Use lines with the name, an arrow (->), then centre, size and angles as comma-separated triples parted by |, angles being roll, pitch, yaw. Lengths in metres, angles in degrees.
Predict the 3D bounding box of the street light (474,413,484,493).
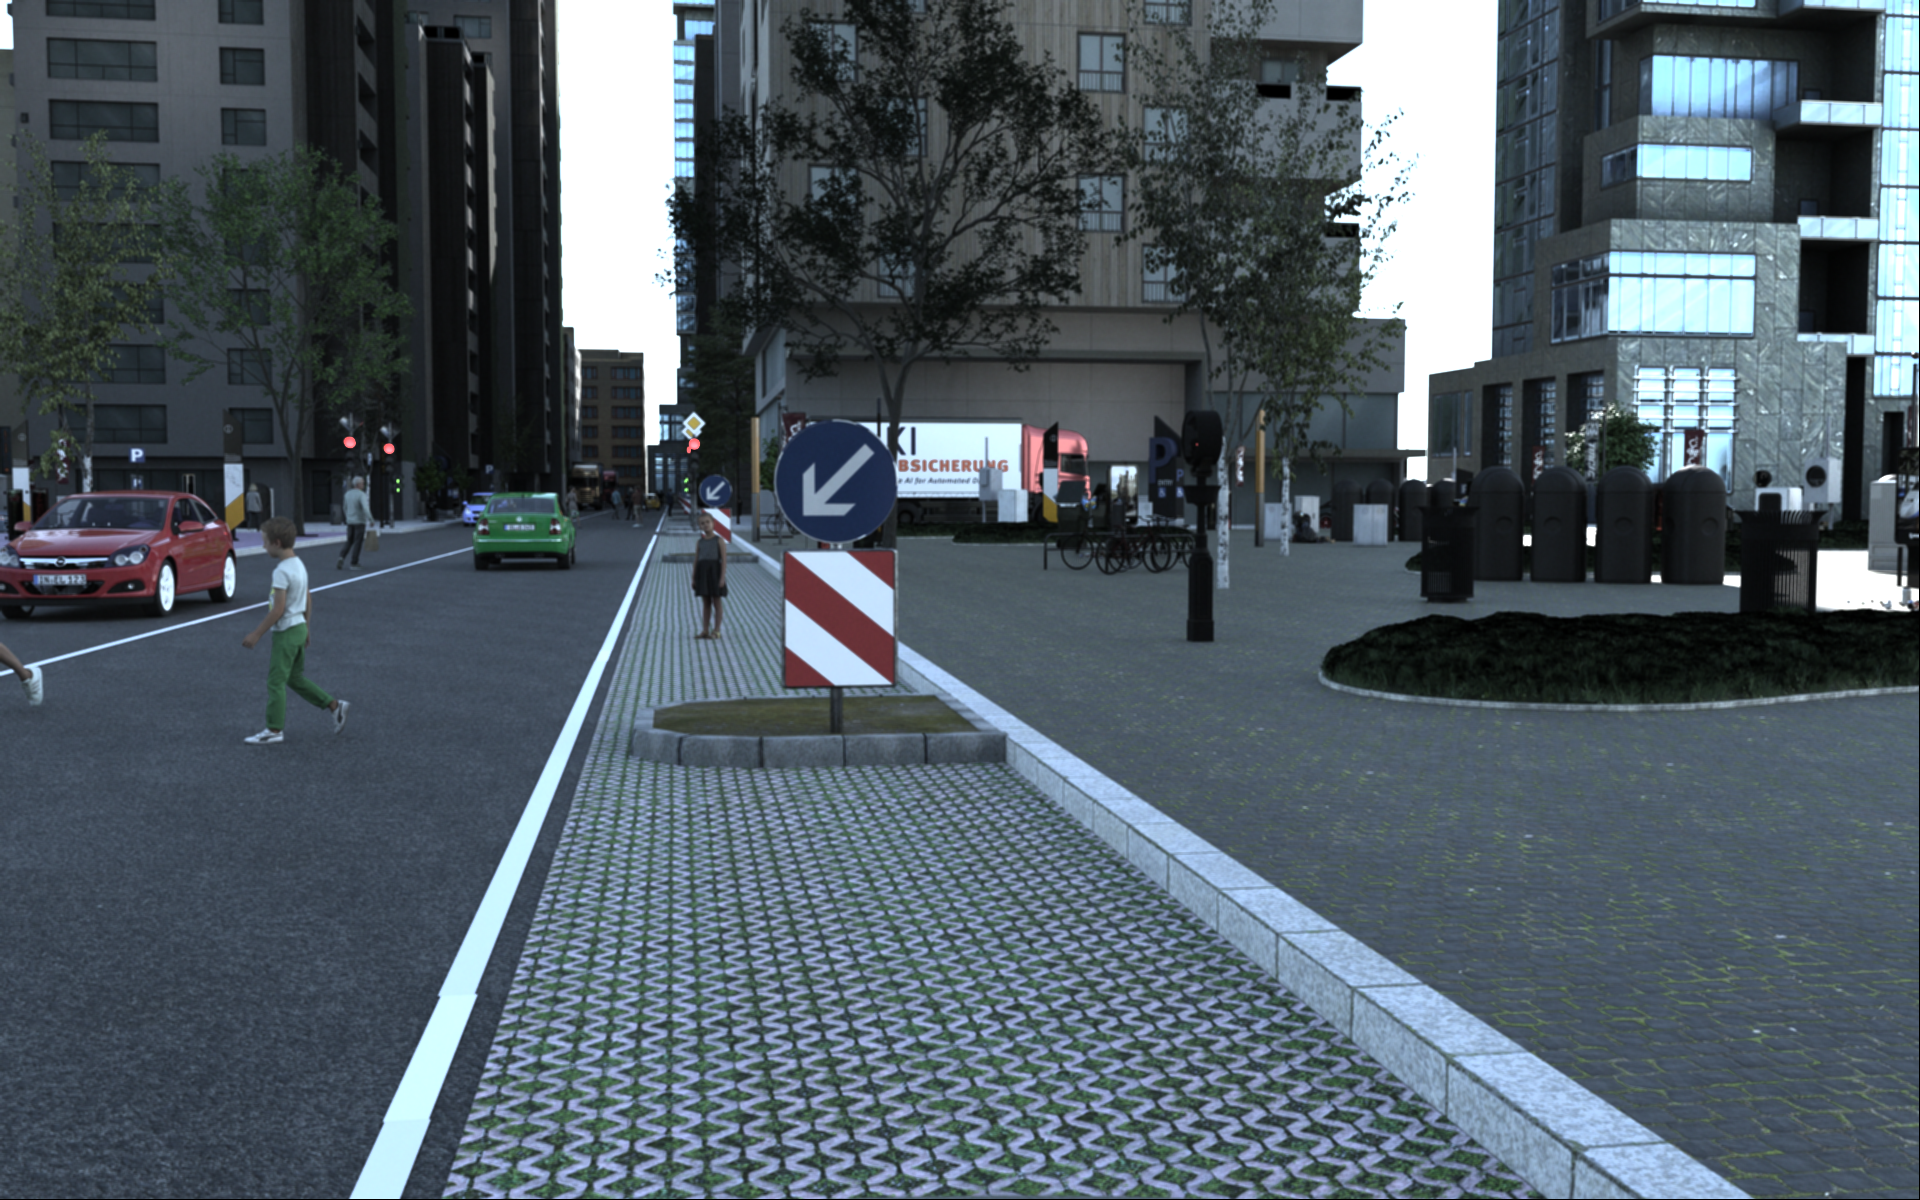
street light -> -27.609, -7.749, 99.490 | 0.468, 5.910, 1.993 | -1, 4, -9

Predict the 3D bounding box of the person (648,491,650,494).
person -> -38.746, -12.678, 215.918 | 0.705, 1.807, 1.348 | -2, 4, -29

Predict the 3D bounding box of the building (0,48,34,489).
building -> -105.551, -34.818, 192.979 | 21.600, 48.544, 21.300 | -1, 4, -9

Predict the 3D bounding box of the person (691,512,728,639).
person -> -2.462, -0.235, 17.018 | 0.362, 1.253, 0.373 | 2, 4, 27

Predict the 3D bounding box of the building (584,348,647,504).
building -> -57.198, -23.775, 233.760 | 28.899, 21.520, 27.650 | -1, 4, -9

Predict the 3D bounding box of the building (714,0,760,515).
building -> -6.411, -35.369, 120.282 | 21.231, 58.520, 28.212 | -1, 4, -9

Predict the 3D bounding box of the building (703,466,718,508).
building -> -12.951, -43.923, 156.385 | 20.563, 71.187, 20.611 | -1, 4, -9

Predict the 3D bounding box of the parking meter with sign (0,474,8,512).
parking meter with sign -> -37.360, -4.339, 67.197 | 0.543, 3.016, 1.738 | 2, 4, 34

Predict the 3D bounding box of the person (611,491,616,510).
person -> -31.579, -9.085, 157.777 | 0.721, 1.736, 1.217 | 0, 4, 7

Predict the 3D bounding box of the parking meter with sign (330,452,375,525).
parking meter with sign -> -25.336, -4.643, 72.178 | 1.738, 3.016, 0.543 | -3, 4, -38

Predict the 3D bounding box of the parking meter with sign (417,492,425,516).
parking meter with sign -> -31.654, -6.351, 100.096 | 1.738, 3.016, 0.543 | 2, 4, 29

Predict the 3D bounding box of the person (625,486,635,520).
person -> -18.251, -5.393, 96.036 | 0.648, 1.900, 0.474 | 3, 5, 42

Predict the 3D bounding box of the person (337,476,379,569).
person -> -11.449, -1.465, 32.941 | 0.782, 1.767, 0.515 | 2, 4, 27

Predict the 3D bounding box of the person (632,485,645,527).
person -> -14.156, -4.144, 76.227 | 0.573, 1.828, 0.580 | 0, 4, -3

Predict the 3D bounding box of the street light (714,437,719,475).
street light -> -15.014, -8.246, 107.603 | 0.468, 5.910, 1.993 | -1, 4, -9

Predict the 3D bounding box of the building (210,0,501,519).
building -> -36.524, -20.515, 107.120 | 14.160, 30.474, 14.107 | -1, 4, -9

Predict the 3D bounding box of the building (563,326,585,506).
building -> -58.793, -21.599, 198.190 | 28.899, 21.520, 27.650 | -1, 4, -9

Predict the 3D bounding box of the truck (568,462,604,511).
truck -> -33.008, -10.063, 153.447 | 2.839, 4.237, 11.283 | -1, 4, -10

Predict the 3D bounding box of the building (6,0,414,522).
building -> -33.560, -18.840, 79.737 | 14.160, 30.474, 14.107 | -1, 4, -9

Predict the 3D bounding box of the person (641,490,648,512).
person -> -25.535, -8.022, 140.063 | 0.834, 1.777, 0.661 | 0, 4, 4

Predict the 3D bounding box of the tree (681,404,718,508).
tree -> -19.768, -11.387, 136.538 | 4.737, 8.622, 4.395 | 0, 3, 0

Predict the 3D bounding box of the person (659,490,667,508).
person -> -30.464, -10.298, 176.500 | 1.348, 1.869, 0.705 | 0, 4, 6

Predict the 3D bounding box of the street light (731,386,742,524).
street light -> -9.472, -6.176, 73.769 | 0.468, 5.910, 1.993 | -1, 4, -9

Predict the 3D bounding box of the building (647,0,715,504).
building -> -27.005, -56.424, 235.198 | 31.000, 86.520, 22.319 | -1, 4, -9

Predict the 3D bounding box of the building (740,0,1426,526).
building -> 3.357, -30.031, 80.241 | 27.495, 52.752, 28.713 | -1, 4, -9

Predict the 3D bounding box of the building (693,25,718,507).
building -> -16.408, -33.912, 178.162 | 21.300, 48.544, 21.600 | -1, 4, -9

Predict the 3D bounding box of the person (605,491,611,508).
person -> -36.555, -10.462, 180.005 | 0.683, 1.767, 0.568 | 0, 4, 1

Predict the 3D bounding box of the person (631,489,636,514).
person -> -22.867, -6.886, 121.434 | 0.599, 1.781, 0.374 | 2, 4, 34

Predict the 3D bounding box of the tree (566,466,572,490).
tree -> -42.343, -12.242, 183.869 | 4.285, 4.588, 4.351 | 0, 3, 0

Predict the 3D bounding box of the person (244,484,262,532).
person -> -24.774, -3.173, 60.560 | 0.709, 1.800, 0.728 | 1, 4, 9

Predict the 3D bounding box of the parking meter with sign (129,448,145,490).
parking meter with sign -> -31.538, -4.293, 66.453 | 0.543, 3.016, 1.738 | -2, 4, -25

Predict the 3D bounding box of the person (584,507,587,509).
person -> -36.861, -9.843, 169.874 | 0.683, 1.767, 0.568 | 2, 4, 33

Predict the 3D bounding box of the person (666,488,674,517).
person -> -18.348, -6.168, 109.532 | 0.419, 1.800, 0.721 | 1, 4, 17

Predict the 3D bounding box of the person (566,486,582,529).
person -> -15.974, -3.845, 71.704 | 0.599, 1.781, 0.374 | 1, 4, 18

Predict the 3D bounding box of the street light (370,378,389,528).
street light -> -21.872, -5.661, 65.345 | 0.468, 5.910, 1.993 | -1, 4, -9

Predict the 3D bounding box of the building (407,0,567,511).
building -> -37.505, -27.325, 130.353 | 14.154, 41.232, 14.086 | -1, 4, -9

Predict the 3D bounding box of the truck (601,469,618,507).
truck -> -39.549, -12.524, 193.682 | 2.839, 4.237, 11.283 | -1, 4, -10

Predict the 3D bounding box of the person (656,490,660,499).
person -> -29.737, -9.876, 170.074 | 0.705, 1.812, 1.348 | -2, 4, -29

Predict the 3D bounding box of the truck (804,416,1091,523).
truck -> -0.153, -4.626, 64.546 | 11.283, 4.237, 2.839 | -1, 4, -11

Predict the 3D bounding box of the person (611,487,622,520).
person -> -19.317, -5.424, 97.037 | 0.748, 1.841, 0.638 | -3, 5, -44

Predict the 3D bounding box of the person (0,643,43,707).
person -> -6.374, -0.119, 11.188 | 0.466, 1.731, 0.760 | 2, 4, 31

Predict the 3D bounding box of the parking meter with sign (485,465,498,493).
parking meter with sign -> -27.901, -6.563, 103.567 | 0.543, 3.016, 1.738 | 0, 4, -1

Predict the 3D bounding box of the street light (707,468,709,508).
street light -> -20.560, -10.297, 141.141 | 0.468, 5.910, 1.993 | -1, 4, -9

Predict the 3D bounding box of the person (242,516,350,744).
person -> -3.848, 0.166, 10.035 | 0.590, 1.304, 0.306 | -2, 4, -27

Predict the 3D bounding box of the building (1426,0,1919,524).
building -> 40.538, -47.094, 82.666 | 31.000, 86.520, 22.319 | -1, 4, -9
